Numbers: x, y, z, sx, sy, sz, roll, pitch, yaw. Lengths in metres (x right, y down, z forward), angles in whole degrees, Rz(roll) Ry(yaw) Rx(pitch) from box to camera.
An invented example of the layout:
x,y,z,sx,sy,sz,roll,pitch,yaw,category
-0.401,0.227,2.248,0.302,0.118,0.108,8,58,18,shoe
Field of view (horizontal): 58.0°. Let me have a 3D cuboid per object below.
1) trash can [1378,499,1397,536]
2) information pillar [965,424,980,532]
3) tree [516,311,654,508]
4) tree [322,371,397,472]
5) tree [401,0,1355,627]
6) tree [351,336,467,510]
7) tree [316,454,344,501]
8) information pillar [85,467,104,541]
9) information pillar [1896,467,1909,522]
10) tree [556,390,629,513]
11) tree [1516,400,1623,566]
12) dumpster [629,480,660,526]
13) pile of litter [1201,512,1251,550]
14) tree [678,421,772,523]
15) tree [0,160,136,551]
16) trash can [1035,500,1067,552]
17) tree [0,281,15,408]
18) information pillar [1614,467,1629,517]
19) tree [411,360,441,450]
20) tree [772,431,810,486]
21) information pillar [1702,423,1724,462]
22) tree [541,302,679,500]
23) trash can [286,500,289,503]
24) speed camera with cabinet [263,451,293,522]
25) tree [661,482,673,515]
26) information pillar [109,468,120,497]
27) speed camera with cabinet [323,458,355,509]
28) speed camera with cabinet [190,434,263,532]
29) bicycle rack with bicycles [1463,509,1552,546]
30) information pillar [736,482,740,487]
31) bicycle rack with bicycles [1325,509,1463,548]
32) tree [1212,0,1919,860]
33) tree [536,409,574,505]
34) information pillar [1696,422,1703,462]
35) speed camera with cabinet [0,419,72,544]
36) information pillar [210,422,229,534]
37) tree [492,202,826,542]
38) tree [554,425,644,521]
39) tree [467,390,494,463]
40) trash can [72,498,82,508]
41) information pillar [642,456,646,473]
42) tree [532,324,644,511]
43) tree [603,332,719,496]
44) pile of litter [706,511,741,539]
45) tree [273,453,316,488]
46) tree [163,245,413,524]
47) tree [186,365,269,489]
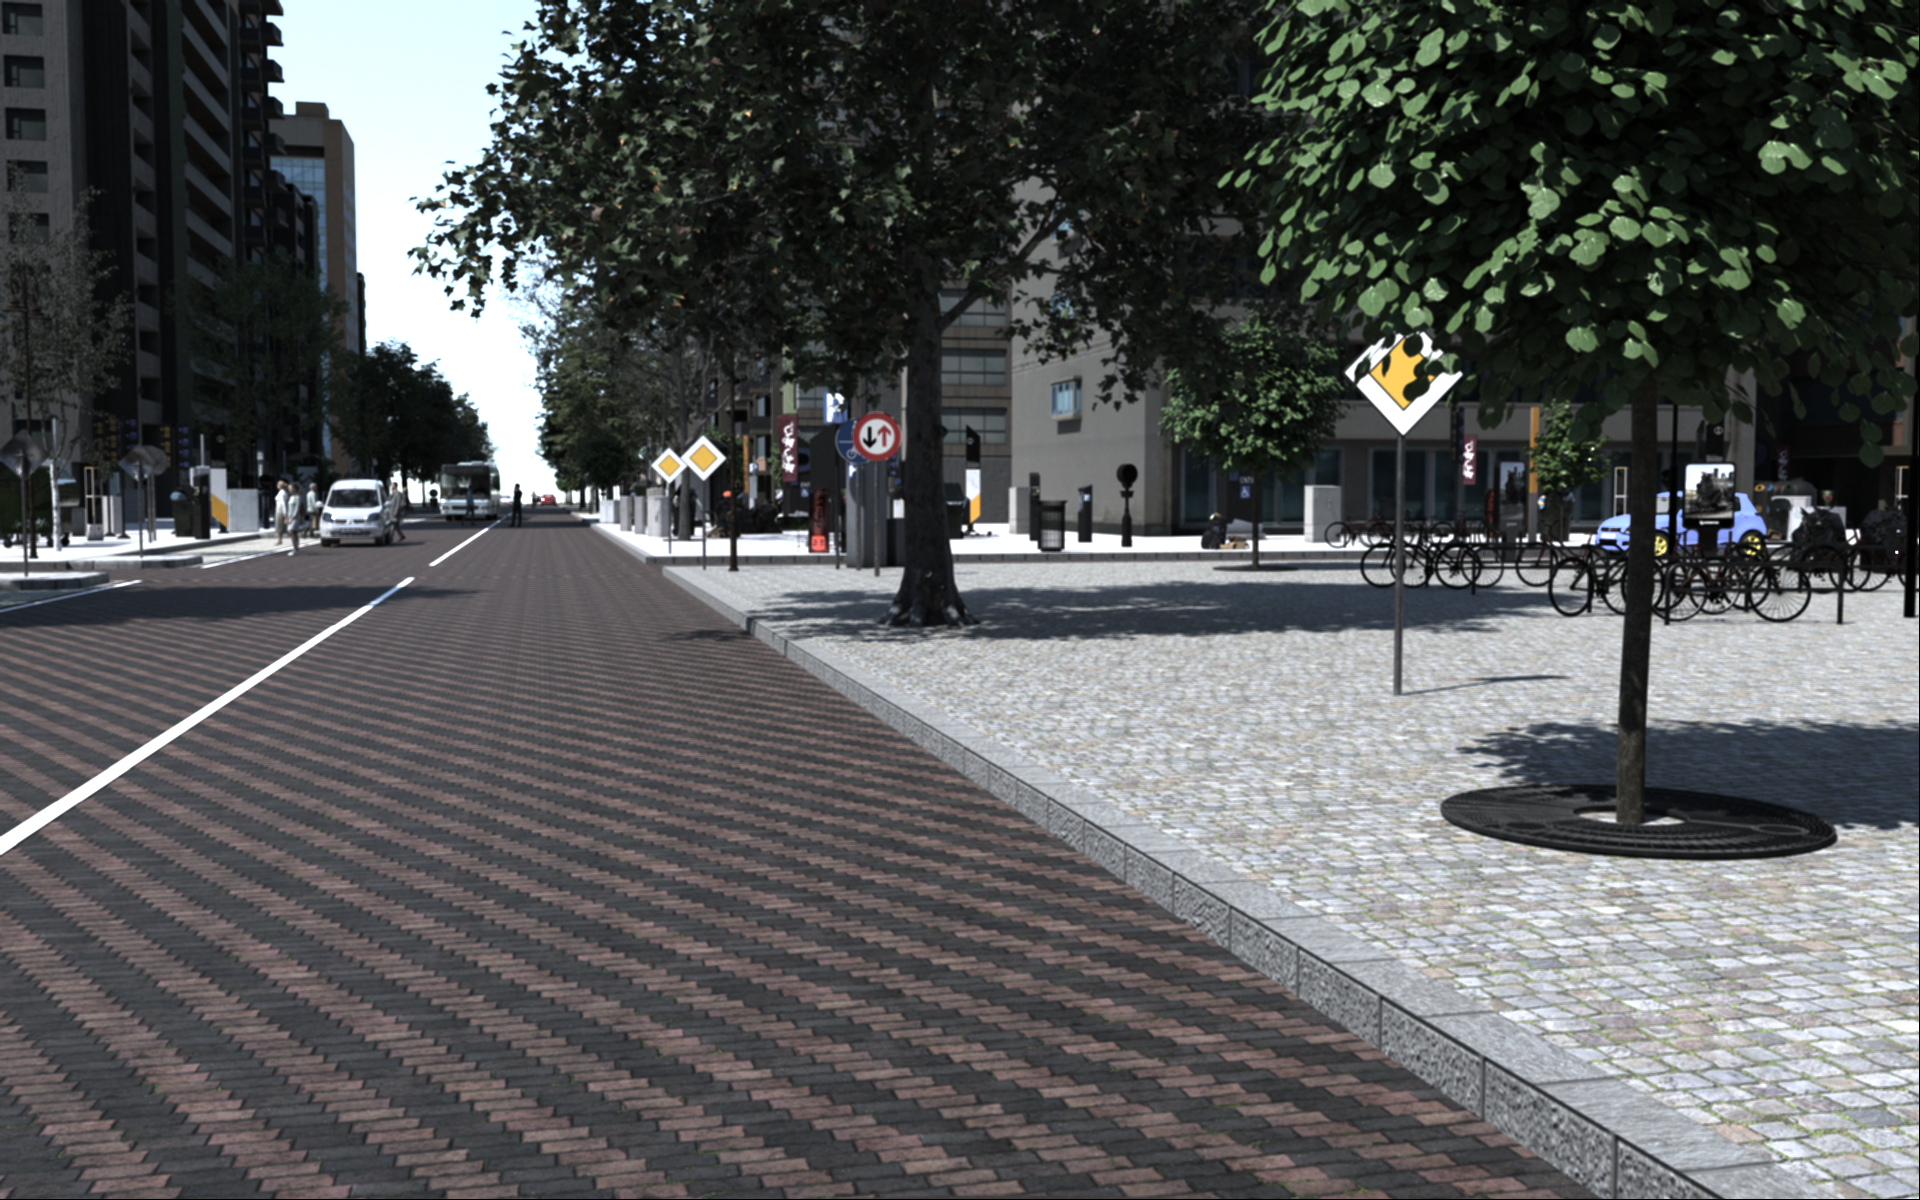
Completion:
x,y,z,sx,sy,sz,roll,pitch,yaw,category
13.094,-2.518,52.817,0.748,1.137,0.748,0,3,0,trash can
0.431,-4.085,58.142,0.504,3.616,0.183,1,4,9,information pillar
-33.588,-18.310,155.264,12.611,20.169,13.585,0,3,0,tree
-36.469,-9.428,104.518,4.737,8.622,4.395,0,3,0,tree
-0.436,-6.102,16.780,9.611,12.733,9.660,0,3,0,tree
-44.392,-14.172,138.368,9.857,13.997,8.962,0,3,0,tree
-30.567,-5.428,83.357,1.663,3.219,1.824,0,3,0,tree
-23.757,-2.632,47.530,0.304,2.012,0.304,2,4,24,information pillar
25.230,-2.558,46.319,0.304,2.012,0.304,1,4,12,information pillar
-24.005,-10.059,114.834,4.737,8.622,4.395,0,3,0,tree
10.376,-2.151,29.775,1.663,3.219,1.824,0,3,0,tree
-12.922,-3.999,71.144,1.264,1.857,1.865,-1,4,-13,dumpster
6.281,-1.623,40.498,1.719,0.858,1.176,-3,5,-44,pile of litter
-11.084,-5.789,78.363,4.285,4.588,4.351,0,3,0,tree
-20.204,-5.387,38.433,4.360,8.622,3.978,0,3,0,tree
2.018,-1.632,38.343,0.748,1.137,0.748,0,3,0,trash can
-15.360,-6.218,18.673,9.611,12.733,9.660,0,3,0,tree
18.160,-2.635,47.567,0.304,2.012,0.304,2,4,33,information pillar
-40.786,-12.012,122.147,9.928,11.665,9.643,0,3,0,tree
-8.582,-6.569,91.125,4.285,4.588,4.351,0,3,0,tree
21.282,-3.517,48.861,0.504,3.616,0.183,1,4,18,information pillar
-17.952,-10.534,90.353,7.486,12.596,7.792,0,3,0,tree
-29.412,-3.952,76.261,0.748,1.137,0.748,0,3,0,trash can
-31.310,-5.141,78.395,2.038,3.252,0.660,-1,4,-11,speed camera with cabinet
-17.053,-6.761,105.136,1.663,3.219,1.824,0,3,0,tree
-32.109,-4.548,65.716,0.504,3.616,0.183,2,4,24,information pillar
-34.562,-6.244,96.427,2.038,3.252,0.660,2,4,28,speed camera with cabinet
-24.602,-3.890,57.932,2.038,3.252,0.660,-2,4,-35,speed camera with cabinet
13.386,-1.784,42.551,2.852,0.926,2.925,1,4,14,bicycle rack with bicycles
-13.358,-6.070,103.732,0.304,2.012,0.304,-3,4,-36,information pillar
10.397,-1.726,41.607,2.925,0.926,2.852,1,4,20,bicycle rack with bicycles
2.625,-1.396,6.547,4.285,4.588,4.351,0,3,0,tree
-44.584,-16.617,197.444,9.928,11.665,9.643,0,3,0,tree
23.116,-3.840,54.137,0.183,3.616,0.504,3,5,43,information pillar
-23.966,-3.064,44.432,2.038,3.252,0.660,-1,4,-9,speed camera with cabinet
-24.072,-3.970,56.270,0.504,3.616,0.183,-2,4,-26,information pillar
-7.371,-8.348,46.853,12.009,13.543,11.850,0,3,0,tree
-16.742,-6.009,81.966,4.285,4.588,4.351,0,3,0,tree
-54.354,-16.813,181.543,9.857,13.997,8.962,0,3,0,tree
-36.422,-3.636,71.103,0.748,1.137,0.748,0,3,0,trash can
-19.165,-6.942,104.849,0.504,3.616,0.183,2,4,33,information pillar
-27.415,-13.689,130.466,9.857,13.997,8.962,0,3,0,tree
-9.723,-6.539,57.275,4.360,8.622,3.978,0,3,0,tree
-6.981,-2.257,50.867,1.176,0.858,1.719,1,4,15,pile of litter
-31.277,-5.288,81.053,1.663,3.219,1.824,0,3,0,tree
-29.236,-9.042,73.585,9.928,11.665,9.643,0,3,0,tree
-40.080,-8.879,95.536,4.737,8.622,4.395,0,3,0,tree
